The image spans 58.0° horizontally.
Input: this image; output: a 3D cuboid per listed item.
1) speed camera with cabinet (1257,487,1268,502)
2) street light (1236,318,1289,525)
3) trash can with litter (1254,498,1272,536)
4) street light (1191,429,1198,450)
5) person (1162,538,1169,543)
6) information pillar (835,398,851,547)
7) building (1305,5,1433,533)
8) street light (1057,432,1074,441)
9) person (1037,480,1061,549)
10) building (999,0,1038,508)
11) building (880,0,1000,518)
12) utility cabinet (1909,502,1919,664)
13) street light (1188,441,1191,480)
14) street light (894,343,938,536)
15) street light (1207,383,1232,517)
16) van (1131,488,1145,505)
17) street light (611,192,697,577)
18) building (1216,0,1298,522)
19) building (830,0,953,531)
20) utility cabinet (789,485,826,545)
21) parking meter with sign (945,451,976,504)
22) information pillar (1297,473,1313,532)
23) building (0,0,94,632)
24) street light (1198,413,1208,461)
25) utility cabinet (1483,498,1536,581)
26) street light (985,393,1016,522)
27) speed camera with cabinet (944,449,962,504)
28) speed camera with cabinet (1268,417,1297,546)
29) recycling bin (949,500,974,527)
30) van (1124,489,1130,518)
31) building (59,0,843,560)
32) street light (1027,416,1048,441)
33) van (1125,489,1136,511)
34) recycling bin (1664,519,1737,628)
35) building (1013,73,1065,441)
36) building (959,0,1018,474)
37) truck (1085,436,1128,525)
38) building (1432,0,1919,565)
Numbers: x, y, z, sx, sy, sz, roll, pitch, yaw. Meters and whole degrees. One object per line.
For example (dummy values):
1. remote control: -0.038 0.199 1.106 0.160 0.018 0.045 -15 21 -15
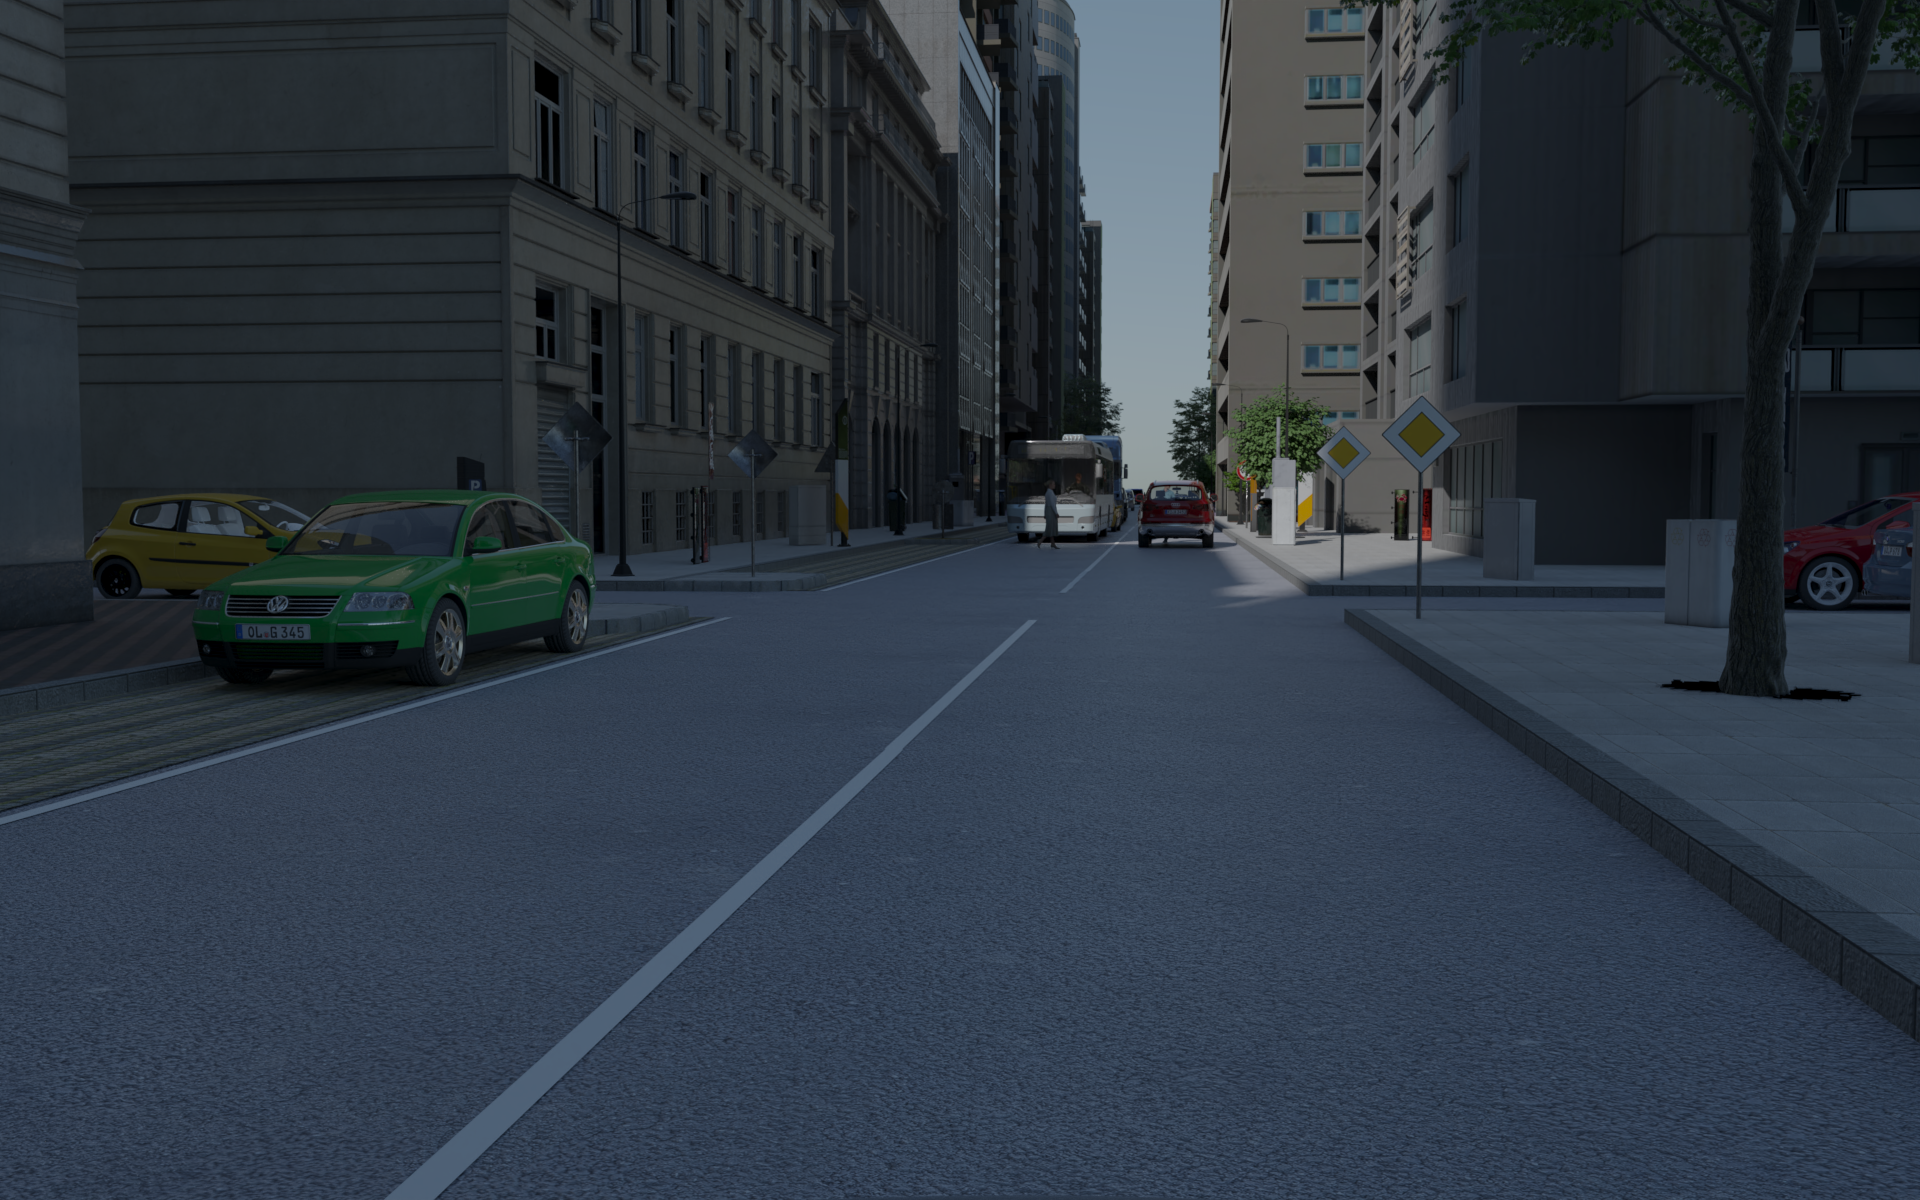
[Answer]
1. speed camera with cabinet: 11.290 -4.225 63.414 0.660 3.252 2.038 -1 4 -8
2. street light: 8.100 -4.482 45.828 1.470 5.913 1.316 0 4 7
3. trash can with litter: 9.374 -2.576 53.503 0.624 1.170 1.055 0 4 6
4. street light: 17.277 -9.183 122.690 1.470 5.913 1.316 0 4 7
5. person: 6.126 -2.621 51.218 0.638 1.841 0.748 2 4 30
6. information pillar: -2.859 -3.098 42.005 0.183 3.616 0.504 2 4 27
7. building: 23.051 -37.892 57.785 20.563 71.187 20.611 0 4 7
8. street light: 7.866 -9.627 129.936 1.470 5.913 1.316 0 4 7
9. person: 2.301 -2.225 45.108 0.641 1.798 0.478 0 4 4
10. building: -7.659 -33.992 145.015 28.713 52.752 27.495 0 4 7
11. building: -4.856 -16.790 92.542 12.078 24.808 19.932 0 4 7
12. utility cabinet: 7.742 -0.119 13.104 1.020 1.237 0.306 -1 4 -10
13. street light: 20.527 -10.809 149.276 1.470 5.913 1.316 0 4 7
14. street light: -1.366 -4.951 53.495 1.470 5.913 1.316 0 4 7
15. street light: 11.215 -6.109 72.430 1.470 5.913 1.316 0 4 7
16. van: 18.934 -11.175 187.099 2.240 2.365 5.245 0 4 8
17. street light: -4.734 -3.320 26.816 1.470 5.913 1.316 0 4 7
18. building: 24.187 -28.373 87.601 21.300 48.544 21.600 0 4 7
19. building: -8.364 -14.007 70.810 13.314 21.916 24.055 0 4 7
20. utility cabinet: -3.828 -2.125 43.421 0.318 1.500 1.173 2 4 31
21. parking meter with sign: -0.236 -4.529 70.307 1.738 3.016 0.543 -2 4 -27
22. information pillar: 11.680 -4.113 58.595 0.504 3.616 0.183 1 4 18
23. building: -18.193 -10.042 13.338 18.267 20.994 9.793 0 4 7
24. street light: 14.491 -7.735 99.012 1.470 5.913 1.316 0 4 7
25. utility cabinet: 8.286 -0.916 26.132 0.306 1.237 1.020 -1 4 -12
26. street light: 1.883 -6.577 80.081 1.470 5.913 1.316 0 4 7
27. speed camera with cabinet: -0.336 -5.020 76.415 0.660 3.252 2.038 0 4 -7
28. speed camera with cabinet: 8.235 -3.031 43.885 0.660 3.252 2.038 1 4 11
29. recycling bin: 0.061 -3.442 68.835 0.722 1.027 0.722 3 5 40
30. van: 9.289 -5.968 104.590 2.013 2.044 4.112 0 4 7
31. building: -13.163 -12.897 44.154 16.112 22.955 30.059 0 4 7
32. street light: 4.539 -8.001 103.360 1.470 5.913 1.316 0 4 7
33. van: 14.116 -8.655 148.526 2.013 2.044 4.112 0 4 7
34. recycling bin: 7.428 -0.269 16.951 0.722 1.027 0.722 -1 4 -19
35. building: 2.543 -29.446 165.039 14.154 41.232 14.086 0 4 7
36. building: -7.747 -28.276 116.937 22.147 44.769 28.867 0 4 7
37. truck: 6.932 -5.865 85.649 2.967 4.110 18.799 0 4 6
38. building: 16.371 -21.346 32.597 14.086 41.232 14.154 0 4 7
